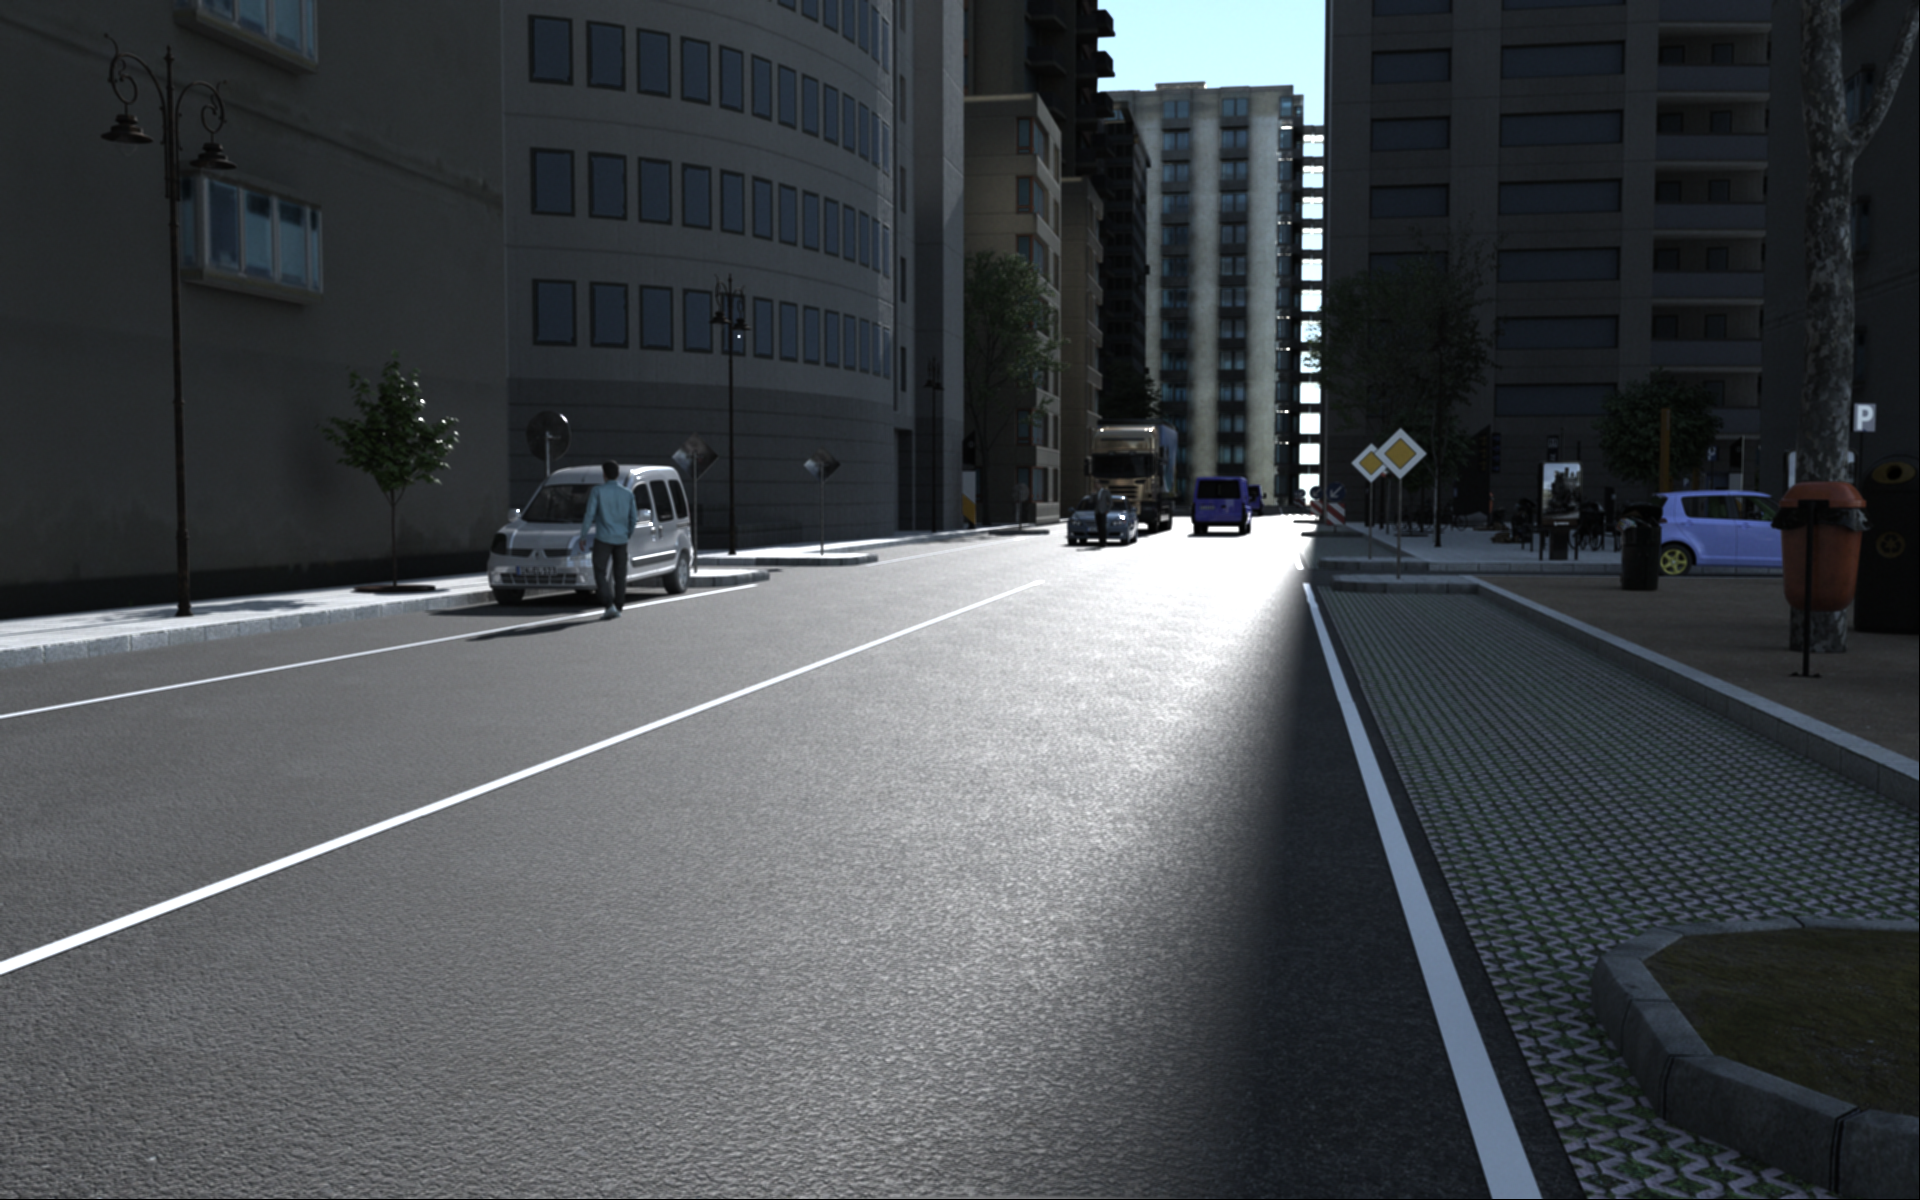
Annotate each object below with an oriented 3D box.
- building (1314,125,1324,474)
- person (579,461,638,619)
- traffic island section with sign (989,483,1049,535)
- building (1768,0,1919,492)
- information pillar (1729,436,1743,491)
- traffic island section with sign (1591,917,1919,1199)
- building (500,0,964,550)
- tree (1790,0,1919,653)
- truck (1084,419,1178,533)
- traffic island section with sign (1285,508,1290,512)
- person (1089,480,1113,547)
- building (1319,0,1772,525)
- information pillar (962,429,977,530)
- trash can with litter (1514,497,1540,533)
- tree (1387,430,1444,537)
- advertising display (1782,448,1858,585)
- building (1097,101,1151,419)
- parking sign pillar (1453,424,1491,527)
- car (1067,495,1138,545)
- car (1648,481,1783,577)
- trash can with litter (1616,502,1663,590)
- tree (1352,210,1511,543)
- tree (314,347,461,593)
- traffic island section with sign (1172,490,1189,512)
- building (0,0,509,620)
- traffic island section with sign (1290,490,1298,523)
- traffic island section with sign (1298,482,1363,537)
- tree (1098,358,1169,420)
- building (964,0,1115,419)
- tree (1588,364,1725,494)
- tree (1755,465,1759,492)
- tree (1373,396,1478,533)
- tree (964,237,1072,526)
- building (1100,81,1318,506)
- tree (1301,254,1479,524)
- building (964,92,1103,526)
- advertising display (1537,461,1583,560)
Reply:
[{"bbox_3d":[55.876,-35.447,199.174,30.456,49.044,23.786,1,4,10],"label":"building"},{"bbox_3d":[-4.047,-0.707,20.073,0.660,1.820,0.620,-3,4,-36],"label":"person"},{"bbox_3d":[2.151,-3.252,61.804,1.989,1.847,2.006,1,4,10],"label":"traffic island section with sign"},{"bbox_3d":[75.479,-32.959,162.584,21.600,48.544,21.300,1,4,10],"label":"building"},{"bbox_3d":[31.128,-4.777,69.462,0.504,3.616,0.183,2,4,35],"label":"information pillar"},{"bbox_3d":[2.654,0.273,4.159,1.989,1.847,2.006,1,4,10],"label":"traffic island section with sign"},{"bbox_3d":[-12.689,-31.133,51.016,21.231,58.520,28.212,1,4,10],"label":"building"},{"bbox_3d":[6.036,-9.575,12.439,12.611,20.169,13.585,0,3,0],"label":"tree"},{"bbox_3d":[6.780,-4.774,66.962,2.839,4.237,11.283,1,4,11],"label":"truck"},{"bbox_3d":[26.376,-7.695,134.440,1.989,1.847,2.006,1,4,10],"label":"traffic island section with sign"},{"bbox_3d":[3.816,-2.339,46.923,0.473,1.802,0.592,-3,5,-40],"label":"person"},{"bbox_3d":[29.688,-33.509,89.867,21.231,58.520,28.212,1,4,10],"label":"building"},{"bbox_3d":[0.341,-4.358,62.615,0.504,3.616,0.183,1,4,11],"label":"information pillar"},{"bbox_3d":[18.799,-2.791,57.023,1.055,1.170,0.624,-2,4,-28],"label":"trash can with litter"},{"bbox_3d":[13.862,-3.548,52.618,1.663,3.219,1.824,0,3,0],"label":"tree"},{"bbox_3d":[12.084,-1.172,24.370,0.974,1.923,0.123,0,4,4],"label":"advertising display"},{"bbox_3d":[6.204,-29.250,170.118,23.993,40.220,32.217,1,4,10],"label":"building"},{"bbox_3d":[19.804,-4.806,67.050,1.447,3.967,1.447,0,4,-8],"label":"parking sign pillar"},{"bbox_3d":[4.179,-2.341,50.283,2.014,1.417,4.499,1,4,10],"label":"car"},{"bbox_3d":[13.400,-1.224,29.601,3.694,1.707,1.945,1,4,11],"label":"car"},{"bbox_3d":[9.085,-0.731,23.347,0.624,1.170,1.055,1,4,12],"label":"trash can with litter"},{"bbox_3d":[12.552,-5.829,45.671,4.360,8.622,3.978,0,3,0],"label":"tree"},{"bbox_3d":[-7.366,-1.729,22.875,1.663,3.219,1.824,0,3,0],"label":"tree"},{"bbox_3d":[20.538,-9.429,162.784,1.989,1.847,2.006,1,4,10],"label":"traffic island section with sign"},{"bbox_3d":[-19.872,-24.195,19.284,21.600,48.544,21.300,1,4,10],"label":"building"},{"bbox_3d":[17.351,-4.666,84.912,1.989,1.847,2.006,1,4,10],"label":"traffic island section with sign"},{"bbox_3d":[12.493,-3.033,58.217,1.989,1.847,2.006,1,4,10],"label":"traffic island section with sign"},{"bbox_3d":[13.899,-13.892,145.257,7.486,12.596,7.792,0,3,0],"label":"tree"},{"bbox_3d":[-0.467,-28.849,126.302,22.147,44.769,28.867,1,4,10],"label":"building"},{"bbox_3d":[17.636,-3.688,44.006,4.285,4.588,4.351,0,3,0],"label":"tree"},{"bbox_3d":[44.740,-6.236,96.563,1.663,3.219,1.824,0,3,0],"label":"tree"},{"bbox_3d":[15.356,-4.502,57.323,4.285,4.588,4.351,0,3,0],"label":"tree"},{"bbox_3d":[0.966,-8.802,69.665,9.928,11.665,9.643,0,3,0],"label":"tree"},{"bbox_3d":[25.841,-35.756,204.223,30.456,49.044,23.786,1,4,10],"label":"building"},{"bbox_3d":[18.393,-9.092,74.403,9.928,11.665,9.643,0,3,0],"label":"tree"},{"bbox_3d":[-7.701,-15.072,91.462,27.650,21.520,28.899,1,4,10],"label":"building"},{"bbox_3d":[11.634,-1.737,33.611,0.974,1.923,0.123,-1,4,-21],"label":"advertising display"}]
